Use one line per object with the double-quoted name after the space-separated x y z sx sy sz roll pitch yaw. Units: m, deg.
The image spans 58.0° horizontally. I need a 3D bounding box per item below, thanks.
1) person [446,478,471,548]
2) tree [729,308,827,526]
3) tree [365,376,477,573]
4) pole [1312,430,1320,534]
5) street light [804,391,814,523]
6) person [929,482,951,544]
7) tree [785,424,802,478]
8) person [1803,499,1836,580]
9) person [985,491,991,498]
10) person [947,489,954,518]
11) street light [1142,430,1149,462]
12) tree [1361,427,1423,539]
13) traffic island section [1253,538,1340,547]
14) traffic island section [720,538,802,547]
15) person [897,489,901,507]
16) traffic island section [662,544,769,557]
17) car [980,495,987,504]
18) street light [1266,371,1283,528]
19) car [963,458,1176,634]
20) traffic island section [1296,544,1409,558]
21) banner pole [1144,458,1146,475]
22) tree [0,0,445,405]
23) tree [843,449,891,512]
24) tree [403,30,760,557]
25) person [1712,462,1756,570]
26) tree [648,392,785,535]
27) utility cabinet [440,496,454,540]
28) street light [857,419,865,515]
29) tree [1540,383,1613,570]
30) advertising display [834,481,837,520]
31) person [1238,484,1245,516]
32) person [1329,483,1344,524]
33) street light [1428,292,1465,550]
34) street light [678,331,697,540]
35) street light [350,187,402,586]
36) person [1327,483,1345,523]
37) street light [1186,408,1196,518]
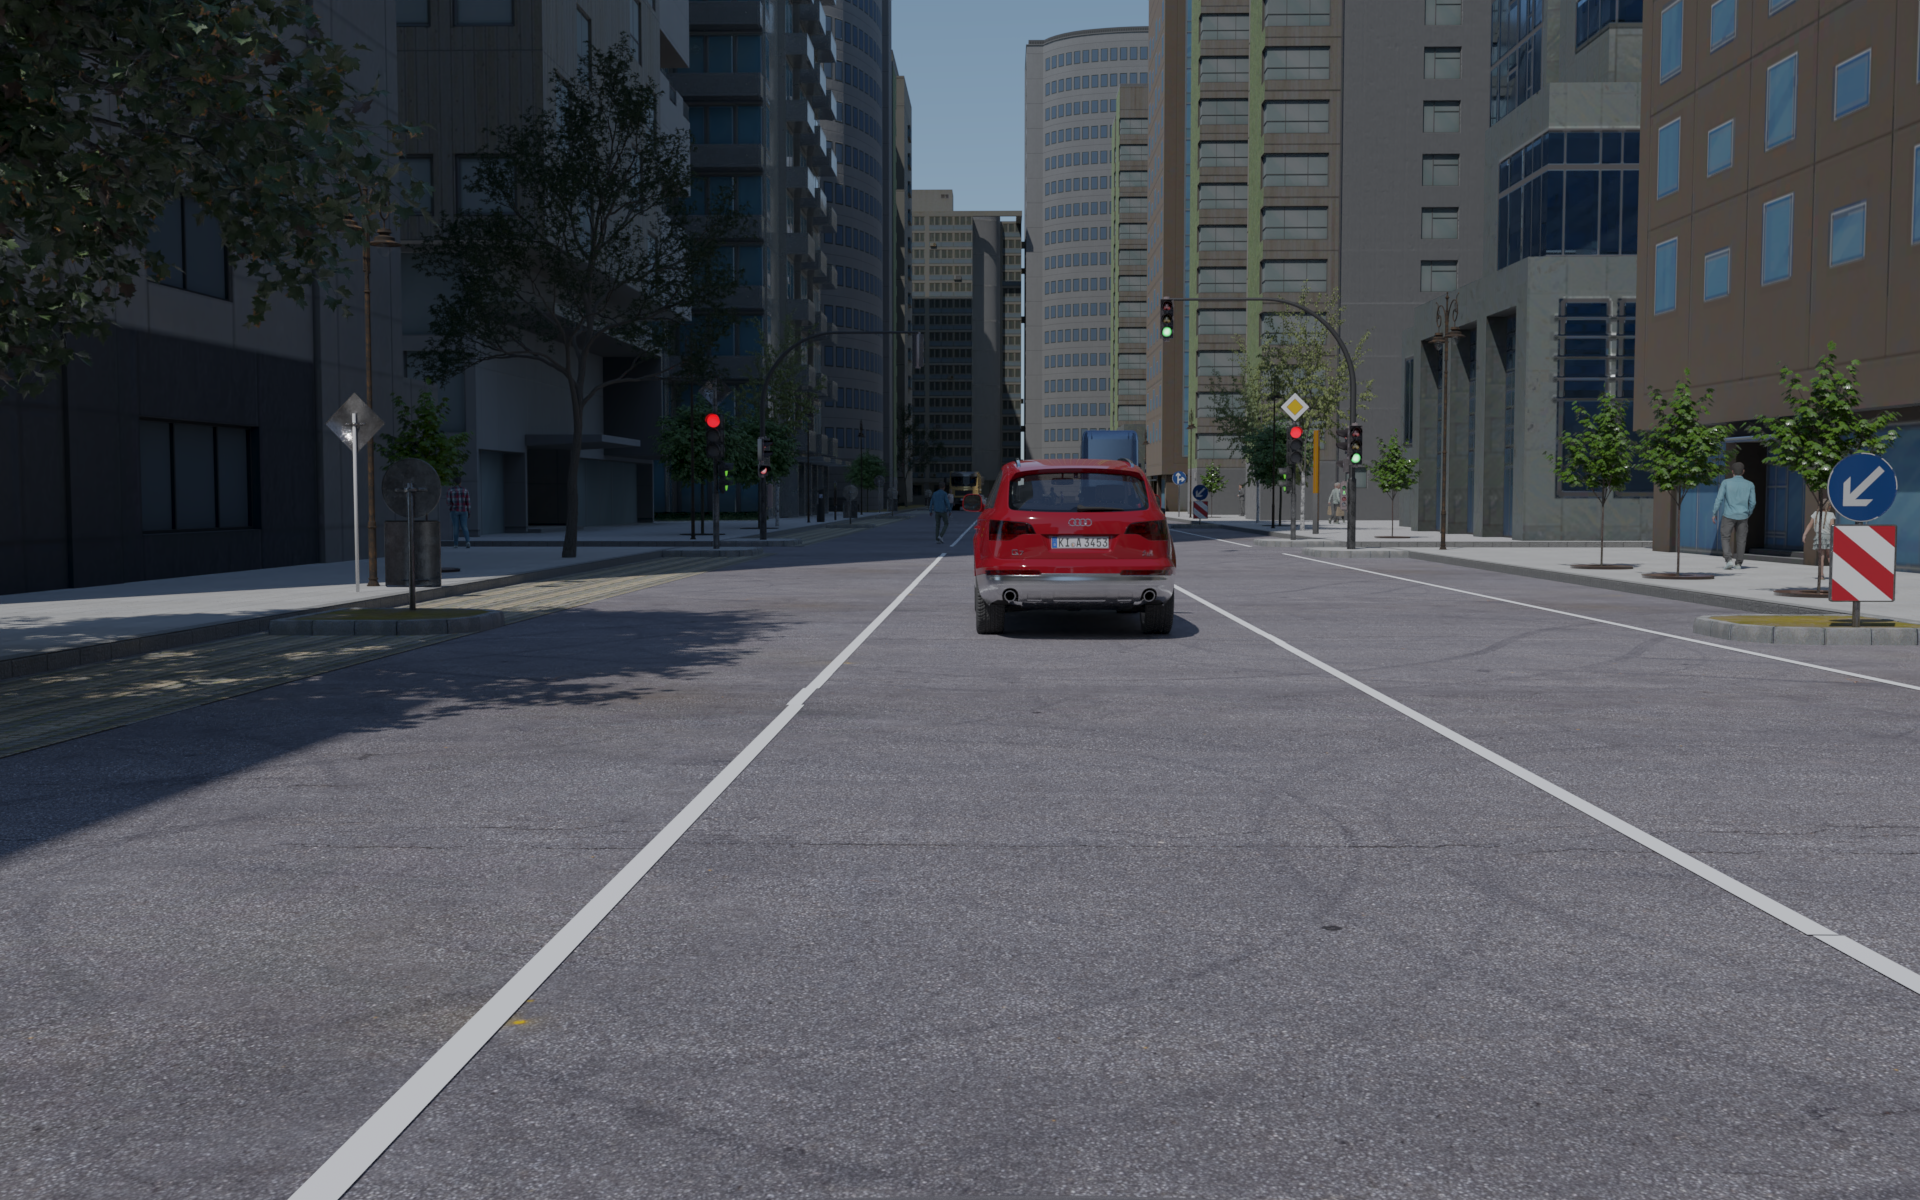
-11.862 -2.086 40.994 0.563 1.720 0.643 -2 4 -25 "person"
-7.321 -7.263 69.111 4.737 8.622 4.395 0 3 0 "tree"
-8.688 -2.068 28.409 1.663 3.219 1.824 0 3 0 "tree"
11.403 -3.766 55.424 0.158 3.312 0.155 0 3 0 "pole"
-6.813 -6.420 77.760 0.468 5.910 1.993 0 4 1 "street light"
-0.571 -2.513 49.936 0.601 1.785 0.444 2 4 31 "person"
-7.525 -4.915 64.082 4.285 4.588 4.351 0 3 0 "tree"
12.817 -0.902 25.800 0.505 1.210 0.382 2 4 34 "person"
2.963 -9.817 169.729 1.217 1.743 0.721 1 4 21 "person"
-0.733 -5.760 103.344 0.598 1.740 0.731 2 4 34 "person"
13.163 -9.177 122.824 0.468 5.910 1.993 0 4 1 "street light"
12.593 -3.400 50.186 1.663 3.219 1.824 0 3 0 "tree"
9.300 -1.588 48.238 2.009 0.180 2.903 0 4 1 "traffic island section"
-5.537 -1.610 48.610 2.009 0.180 2.903 0 4 1 "traffic island section"
-6.189 -10.171 172.366 0.705 1.821 1.348 1 4 16 "person"
-5.736 -1.122 40.628 2.009 0.180 2.903 0 4 1 "traffic island section"
1.872 -10.538 184.652 2.083 1.381 4.827 0 4 1 "car"
11.711 -5.616 64.610 0.468 5.910 1.993 0 4 1 "street light"
1.168 -0.648 19.262 2.281 1.827 5.304 0 4 0 "car"
9.101 -1.099 40.255 2.009 0.180 2.903 0 4 1 "traffic island section"
12.858 -7.969 120.307 0.401 3.779 0.863 0 4 -4 "banner pole"
-8.364 -5.762 11.223 9.611 12.733 9.660 0 3 0 "tree"
-6.417 -8.425 121.459 4.285 4.588 4.351 0 3 0 "tree"
-7.564 -6.130 34.646 7.601 10.594 8.767 0 4 6 "tree"
13.169 -1.430 29.446 0.660 1.820 0.620 1 4 10 "person"
-8.181 -4.318 54.320 4.285 4.588 4.351 0 3 0 "tree"
-14.508 -2.258 48.085 1.020 1.237 0.306 1 4 9 "utility cabinet"
-6.085 -8.202 106.887 0.468 5.910 1.993 0 4 1 "street light"
11.161 -2.156 29.859 1.663 3.219 1.824 0 3 0 "tree"
-6.122 -4.884 85.065 0.123 1.923 0.974 0 4 -2 "advertising display"
16.169 -5.737 99.648 0.447 1.846 0.655 0 4 -1 "person"
16.028 -4.110 73.720 0.515 1.767 0.782 0 4 -7 "person"
11.128 -4.094 39.727 0.468 5.910 1.993 0 4 1 "street light"
-7.541 -4.647 48.769 0.468 5.910 1.993 0 4 1 "street light"
-8.169 -3.129 23.943 0.468 5.910 1.993 0 4 1 "street light"
16.731 -4.316 77.099 0.782 1.767 0.515 2 4 27 "person"
12.457 -7.378 93.425 0.468 5.910 1.993 0 4 1 "street light"
